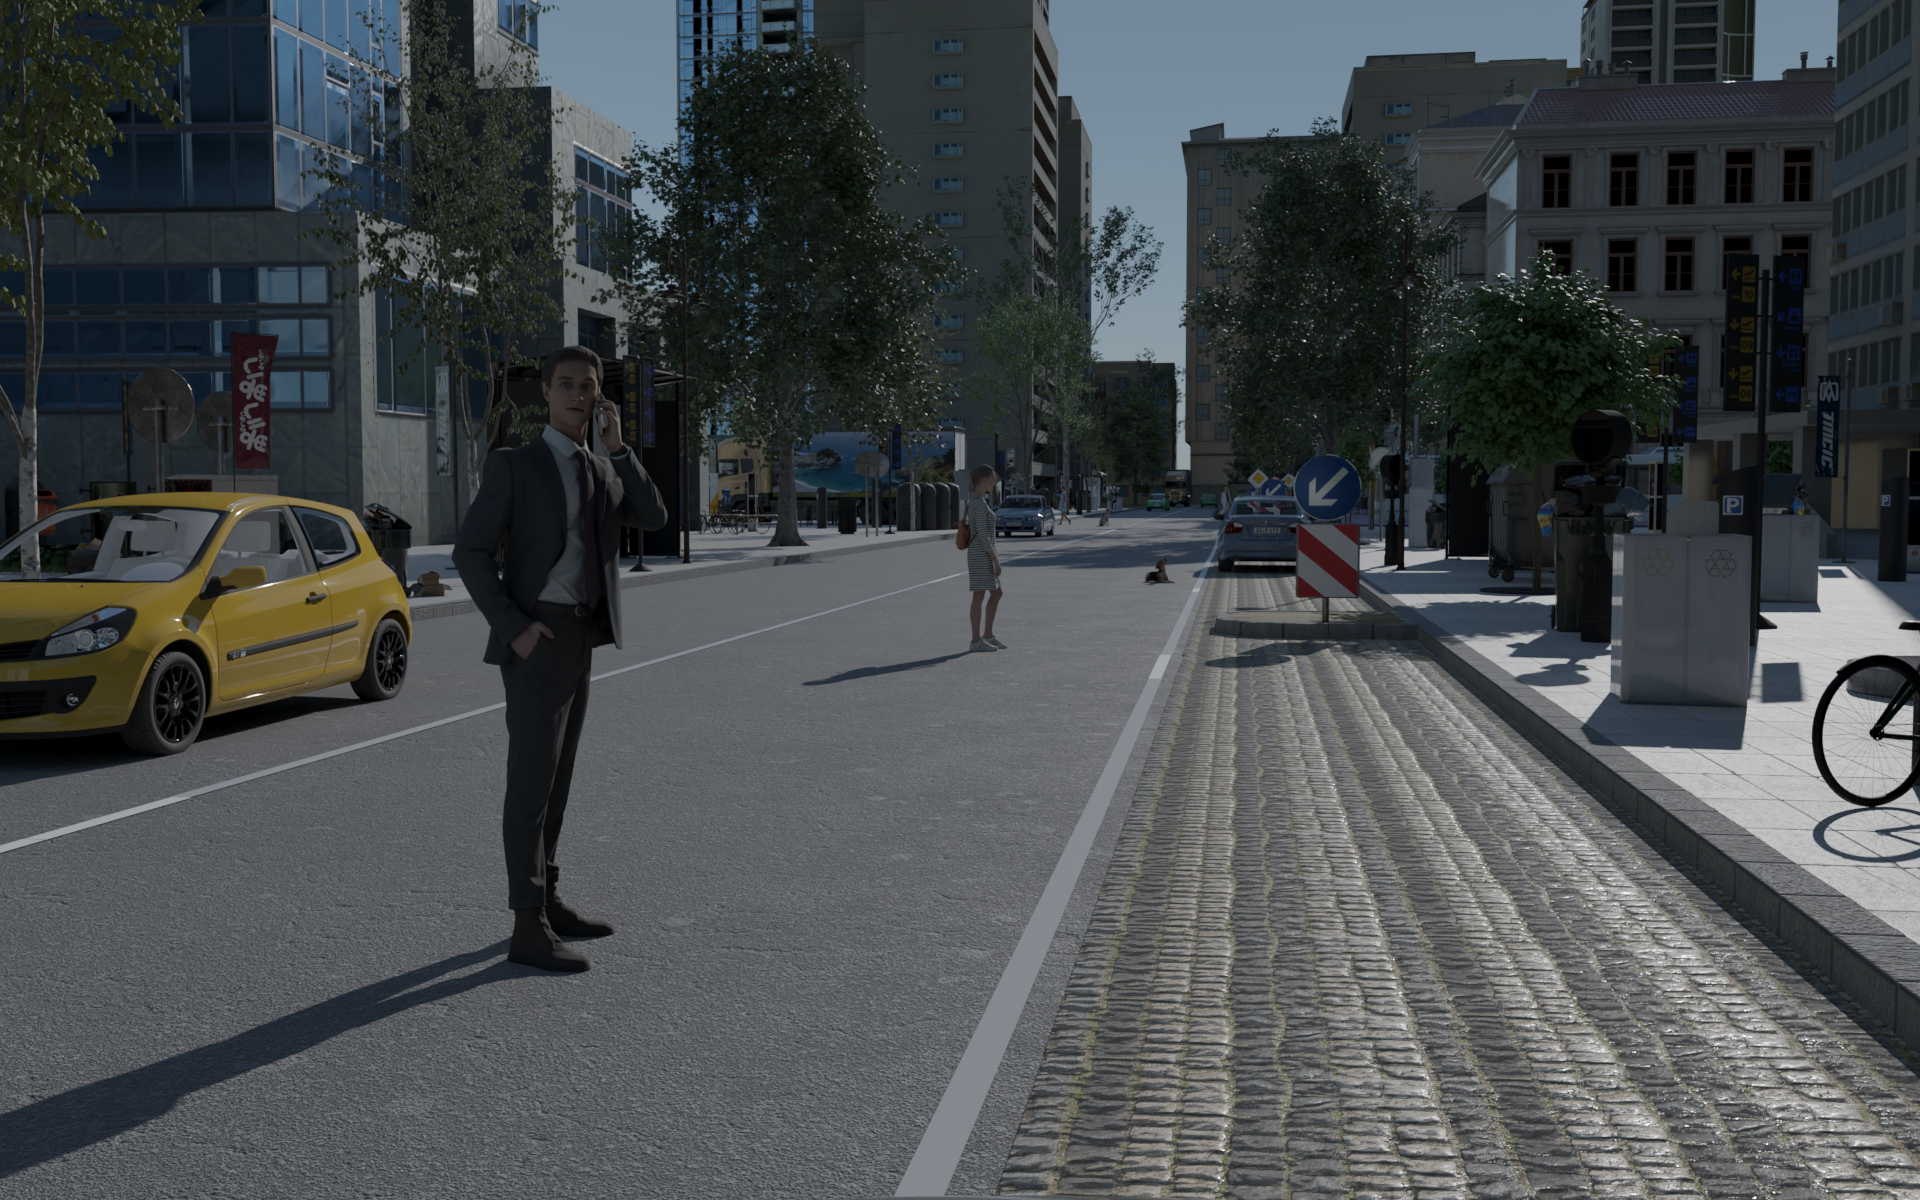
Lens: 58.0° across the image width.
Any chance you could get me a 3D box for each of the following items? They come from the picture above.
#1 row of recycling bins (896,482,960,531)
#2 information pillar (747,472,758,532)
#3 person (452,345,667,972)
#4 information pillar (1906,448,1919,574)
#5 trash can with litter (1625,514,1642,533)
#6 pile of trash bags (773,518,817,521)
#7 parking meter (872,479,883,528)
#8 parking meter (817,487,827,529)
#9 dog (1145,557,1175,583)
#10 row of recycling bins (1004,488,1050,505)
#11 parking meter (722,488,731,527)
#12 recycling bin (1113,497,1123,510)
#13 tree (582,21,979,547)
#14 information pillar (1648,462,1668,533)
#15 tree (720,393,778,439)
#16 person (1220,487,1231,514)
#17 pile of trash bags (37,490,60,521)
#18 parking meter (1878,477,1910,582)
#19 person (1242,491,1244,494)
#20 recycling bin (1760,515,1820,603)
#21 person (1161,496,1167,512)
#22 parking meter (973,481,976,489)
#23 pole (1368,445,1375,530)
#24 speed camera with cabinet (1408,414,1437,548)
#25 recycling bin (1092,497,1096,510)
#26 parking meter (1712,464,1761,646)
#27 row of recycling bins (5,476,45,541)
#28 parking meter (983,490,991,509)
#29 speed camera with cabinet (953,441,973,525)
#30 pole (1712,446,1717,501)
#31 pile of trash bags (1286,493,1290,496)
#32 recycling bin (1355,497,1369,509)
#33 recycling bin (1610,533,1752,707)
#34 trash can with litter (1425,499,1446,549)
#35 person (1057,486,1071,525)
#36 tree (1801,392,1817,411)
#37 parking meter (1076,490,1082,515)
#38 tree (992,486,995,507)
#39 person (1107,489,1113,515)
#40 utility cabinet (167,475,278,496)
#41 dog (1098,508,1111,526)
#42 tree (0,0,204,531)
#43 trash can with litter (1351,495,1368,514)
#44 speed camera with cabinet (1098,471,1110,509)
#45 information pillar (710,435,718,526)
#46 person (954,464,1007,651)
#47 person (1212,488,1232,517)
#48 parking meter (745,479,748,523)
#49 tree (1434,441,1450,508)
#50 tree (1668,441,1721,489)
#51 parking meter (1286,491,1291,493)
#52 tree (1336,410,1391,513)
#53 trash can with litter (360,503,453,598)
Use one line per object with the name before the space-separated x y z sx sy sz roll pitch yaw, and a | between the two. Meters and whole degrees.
row of recycling bins | -1.064 -3.337 61.673 1.069 1.692 3.534 2 4 31
information pillar | -7.055 -3.329 58.920 0.304 2.012 0.304 0 4 4
person | -1.238 0.145 5.490 0.474 1.900 0.648 1 4 21
information pillar | 15.436 -1.435 27.946 0.304 2.012 0.304 2 4 32
trash can with litter | 12.169 -1.284 32.374 1.055 1.170 0.624 -2 4 -32
pile of trash bags | -7.583 -4.539 83.967 1.912 1.369 3.447 2 4 31
parking meter | -3.153 -3.683 65.935 0.399 1.863 0.255 -1 4 -13
parking meter | -5.116 -3.409 64.141 0.372 1.533 0.369 0 3 0
dog | 3.268 -0.487 28.160 0.550 0.427 0.748 1 4 15
row of recycling bins | 4.317 -6.619 115.331 3.534 1.692 1.069 -1 4 -20
parking meter | -9.158 -3.643 67.974 0.372 1.533 0.369 0 3 0
recycling bin | 12.990 -7.999 143.339 0.722 1.027 0.722 -1 4 -18
tree | -4.352 -7.680 42.570 9.611 12.733 9.660 0 3 0
information pillar | 16.039 -2.160 39.812 0.304 2.012 0.304 0 4 -7
tree | -10.959 -8.649 91.769 4.737 8.622 4.395 0 3 0
person | 15.317 -5.604 100.004 0.514 1.842 0.818 -3 5 -43
pile of trash bags | -19.602 -1.489 34.092 3.447 1.369 1.912 -3 5 -43
parking meter | 13.715 -1.042 25.443 0.372 1.533 0.369 0 3 0
person | 31.296 -11.131 191.206 0.721 1.735 1.217 2 4 25
recycling bin | 9.806 -0.505 20.806 0.722 1.027 0.722 0 4 1
person | 16.490 -7.780 139.950 0.590 1.304 0.306 -3 4 -36
parking meter | 0.793 -4.326 76.438 0.399 1.863 0.255 -3 5 -42
pole | 14.725 -4.165 61.934 0.158 3.312 0.155 0 3 0
speed camera with cabinet | 11.282 -2.930 42.234 0.660 3.252 2.038 1 4 16
recycling bin | 10.417 -7.713 138.654 0.722 1.027 0.722 -1 4 -18
parking meter | 6.575 -0.385 14.713 0.372 1.533 0.369 0 3 0
row of recycling bins | -22.344 -1.926 38.595 3.534 1.692 1.069 -2 4 -24
parking meter | 1.111 -3.749 69.703 0.372 1.533 0.369 0 3 0
speed camera with cabinet | -0.028 -4.341 65.307 0.660 3.252 2.038 0 4 -5
pole | 32.115 -4.893 73.839 0.158 3.312 0.155 0 3 0
pile of trash bags | 20.696 -6.055 108.744 1.912 1.369 3.447 0 4 6
recycling bin | 34.191 -8.223 146.992 0.722 1.027 0.722 -2 4 -25
recycling bin | 4.483 0.107 10.809 0.722 1.027 0.722 1 4 15
trash can with litter | 11.371 -1.773 40.373 1.055 1.170 0.624 1 4 18
person | 4.850 -4.388 80.344 0.778 1.811 0.616 2 4 35
tree | 26.428 -4.353 54.879 4.285 4.588 4.351 0 3 0
parking meter | 7.306 -5.968 105.989 0.372 1.533 0.369 0 3 0
tree | 2.776 -8.909 140.270 1.663 3.219 1.824 0 3 0
person | 10.346 -6.747 119.366 0.362 1.759 0.519 2 4 26
utility cabinet | -8.557 -0.701 20.145 0.318 1.500 1.173 3 5 41
dog | 6.317 -3.684 77.068 0.800 0.831 0.513 0 4 8
tree | -8.243 -3.934 14.687 4.737 8.622 4.395 0 3 0
trash can with litter | 25.213 -6.050 109.974 2.233 1.210 1.678 1 4 23
speed camera with cabinet | 11.821 -9.351 147.217 2.038 3.252 0.660 1 4 13
information pillar | -9.753 -4.726 68.617 0.183 3.616 0.504 -3 5 -39
person | 0.204 -0.386 15.807 0.522 1.701 0.512 0 4 -7
person | 16.634 -6.163 109.474 1.509 1.804 0.699 -1 4 -15
parking meter | -8.206 -3.765 67.268 0.255 1.863 0.399 0 3 0
tree | 17.351 -4.120 61.969 1.663 3.219 1.824 0 3 0
tree | 22.812 -3.624 53.857 1.663 3.219 1.824 0 3 0
parking meter | 23.776 -7.162 125.510 0.372 1.533 0.369 0 3 0
tree | 26.412 -10.056 114.770 4.737 8.622 4.395 0 3 0
trash can with litter | -6.946 -0.626 21.625 1.055 1.170 0.624 -3 5 -43
